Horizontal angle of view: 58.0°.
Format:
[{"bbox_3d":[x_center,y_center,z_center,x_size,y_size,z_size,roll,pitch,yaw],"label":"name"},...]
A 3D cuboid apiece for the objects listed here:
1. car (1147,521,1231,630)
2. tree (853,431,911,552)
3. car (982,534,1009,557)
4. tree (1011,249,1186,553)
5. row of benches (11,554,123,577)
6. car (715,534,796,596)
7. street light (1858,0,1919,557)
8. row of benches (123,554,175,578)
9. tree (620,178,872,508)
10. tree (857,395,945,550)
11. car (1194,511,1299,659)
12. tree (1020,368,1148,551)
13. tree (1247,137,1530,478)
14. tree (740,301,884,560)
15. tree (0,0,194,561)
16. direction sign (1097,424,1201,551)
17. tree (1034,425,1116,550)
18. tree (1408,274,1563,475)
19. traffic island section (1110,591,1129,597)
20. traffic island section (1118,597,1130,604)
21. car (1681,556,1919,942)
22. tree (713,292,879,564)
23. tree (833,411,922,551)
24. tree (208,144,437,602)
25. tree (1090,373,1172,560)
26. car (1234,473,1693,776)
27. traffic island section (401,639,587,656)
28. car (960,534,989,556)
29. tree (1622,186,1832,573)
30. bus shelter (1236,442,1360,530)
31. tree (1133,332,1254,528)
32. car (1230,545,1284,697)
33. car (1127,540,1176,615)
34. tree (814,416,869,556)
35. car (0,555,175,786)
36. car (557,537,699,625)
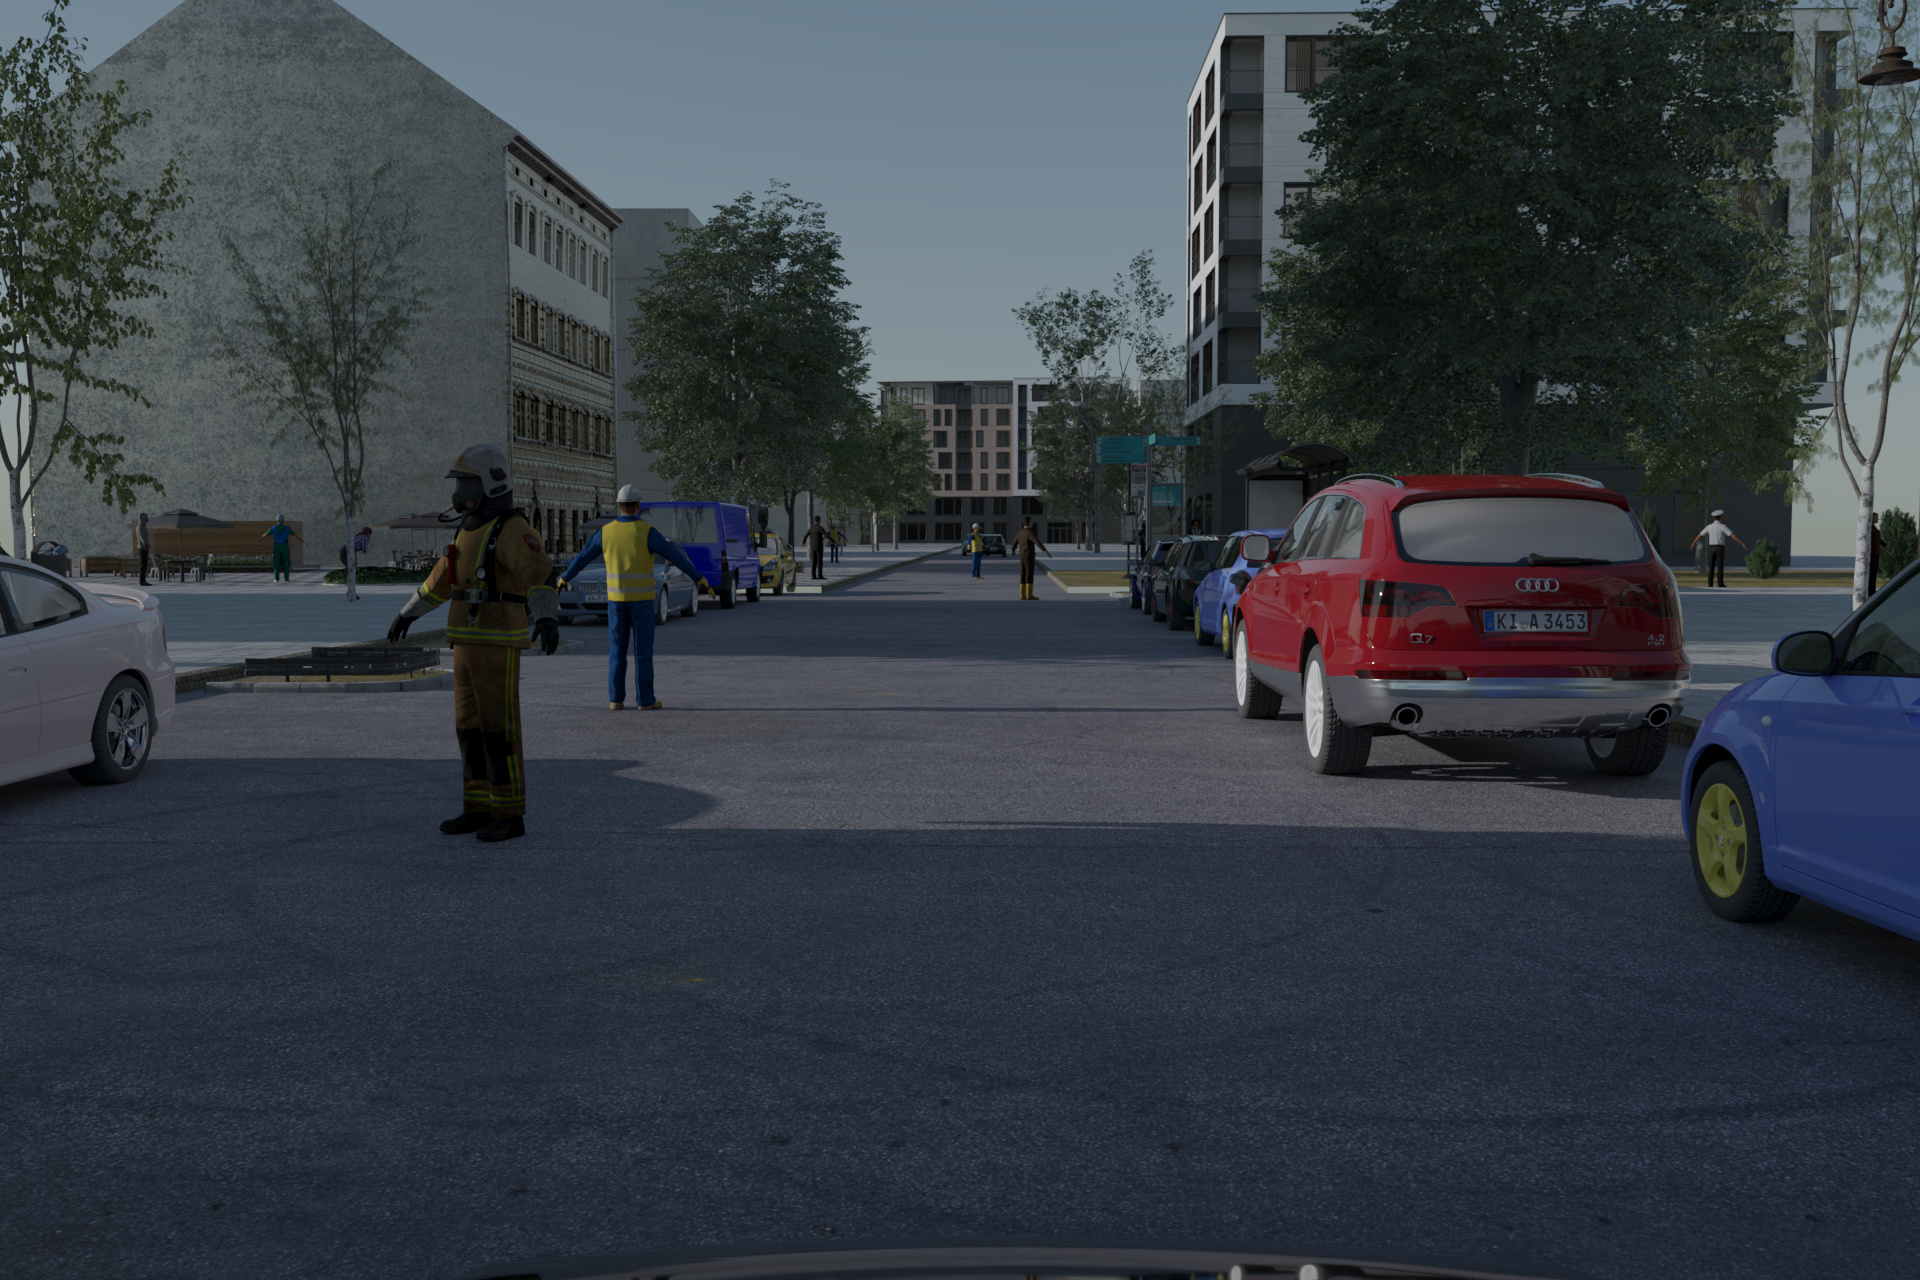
[{"bbox_3d":[3.981,-1.062,27.152,2.009,1.686,4.222,0,4,1],"label":"car"},{"bbox_3d":[-5.866,-10.439,121.040,4.737,8.622,4.395,0,3,0],"label":"tree"},{"bbox_3d":[2.017,-5.970,107.403,2.009,1.686,4.222,0,4,1],"label":"car"},{"bbox_3d":[10.043,-15.905,115.940,12.611,20.169,13.585,0,3,0],"label":"tree"},{"bbox_3d":[-26.996,-2.205,51.519,4.104,0.672,1.422,-3,5,-43],"label":"row of benches"},{"bbox_3d":[-4.957,-1.917,41.571,2.015,1.641,3.980,0,4,1],"label":"car"},{"bbox_3d":[7.195,-2.448,12.814,0.468,5.910,1.993,0,4,2],"label":"street light"},{"bbox_3d":[-24.396,-2.246,52.181,1.422,0.672,4.104,-1,4,-13],"label":"row of benches"},{"bbox_3d":[-8.136,-9.581,63.306,9.857,13.997,8.962,0,3,0],"label":"tree"},{"bbox_3d":[-5.026,-13.616,140.755,7.486,12.596,7.792,0,3,0],"label":"tree"},{"bbox_3d":[3.877,-0.709,21.187,1.945,1.707,3.694,0,3,0],"label":"car"},{"bbox_3d":[9.705,-13.748,131.436,9.857,13.997,8.962,0,3,0],"label":"tree"},{"bbox_3d":[13.212,-8.991,53.664,9.857,13.997,8.962,0,3,0],"label":"tree"},{"bbox_3d":[-7.718,-10.171,84.415,7.486,12.596,7.792,0,3,0],"label":"tree"},{"bbox_3d":[-11.220,-4.289,20.486,4.737,8.622,4.395,0,3,0],"label":"tree"},{"bbox_3d":[4.600,-3.235,41.659,2.525,3.948,1.411,0,4,0],"label":"direction sign"},{"bbox_3d":[9.560,-12.806,143.791,7.601,10.594,8.767,1,4,14],"label":"tree"},{"bbox_3d":[13.205,-5.850,46.016,4.360,8.622,3.978,0,3,0],"label":"tree"},{"bbox_3d":[4.461,-1.039,39.853,1.991,0.108,1.994,0,4,2],"label":"traffic island section"},{"bbox_3d":[4.313,-0.815,36.191,1.991,0.108,1.994,0,4,2],"label":"traffic island section"},{"bbox_3d":[3.649,0.261,5.319,1.945,1.707,3.694,0,3,0],"label":"car"},{"bbox_3d":[-7.363,-9.108,74.668,9.928,11.665,9.643,0,3,0],"label":"tree"},{"bbox_3d":[-6.474,-11.957,129.909,7.601,10.594,8.767,-3,5,-41],"label":"tree"},{"bbox_3d":[-11.337,-5.036,32.700,4.360,8.622,3.978,0,3,0],"label":"tree"},{"bbox_3d":[8.020,-7.839,78.524,4.737,8.622,4.395,0,3,0],"label":"tree"},{"bbox_3d":[3.148,-0.193,11.826,2.281,1.827,5.304,0,4,1],"label":"car"},{"bbox_3d":[-5.694,0.096,21.293,1.991,0.108,1.994,0,4,2],"label":"traffic island section"},{"bbox_3d":[1.076,-6.326,115.220,2.131,1.459,4.920,0,4,2],"label":"car"},{"bbox_3d":[24.834,-8.497,57.053,7.486,12.596,7.792,0,3,0],"label":"tree"},{"bbox_3d":[7.873,-2.873,40.902,2.014,3.302,5.546,0,4,2],"label":"bus shelter"},{"bbox_3d":[7.954,-6.907,63.293,4.360,8.622,3.978,0,3,0],"label":"tree"},{"bbox_3d":[3.662,-0.418,16.626,2.009,1.686,4.222,0,4,2],"label":"car"},{"bbox_3d":[4.126,-1.198,32.175,1.945,1.354,3.894,0,4,0],"label":"car"},{"bbox_3d":[-6.771,-9.252,101.625,4.360,8.622,3.978,0,3,0],"label":"tree"},{"bbox_3d":[-5.734,0.227,8.654,2.083,1.381,4.827,0,4,1],"label":"car"},{"bbox_3d":[-5.473,-1.024,28.741,2.014,1.417,4.499,0,4,1],"label":"car"}]
